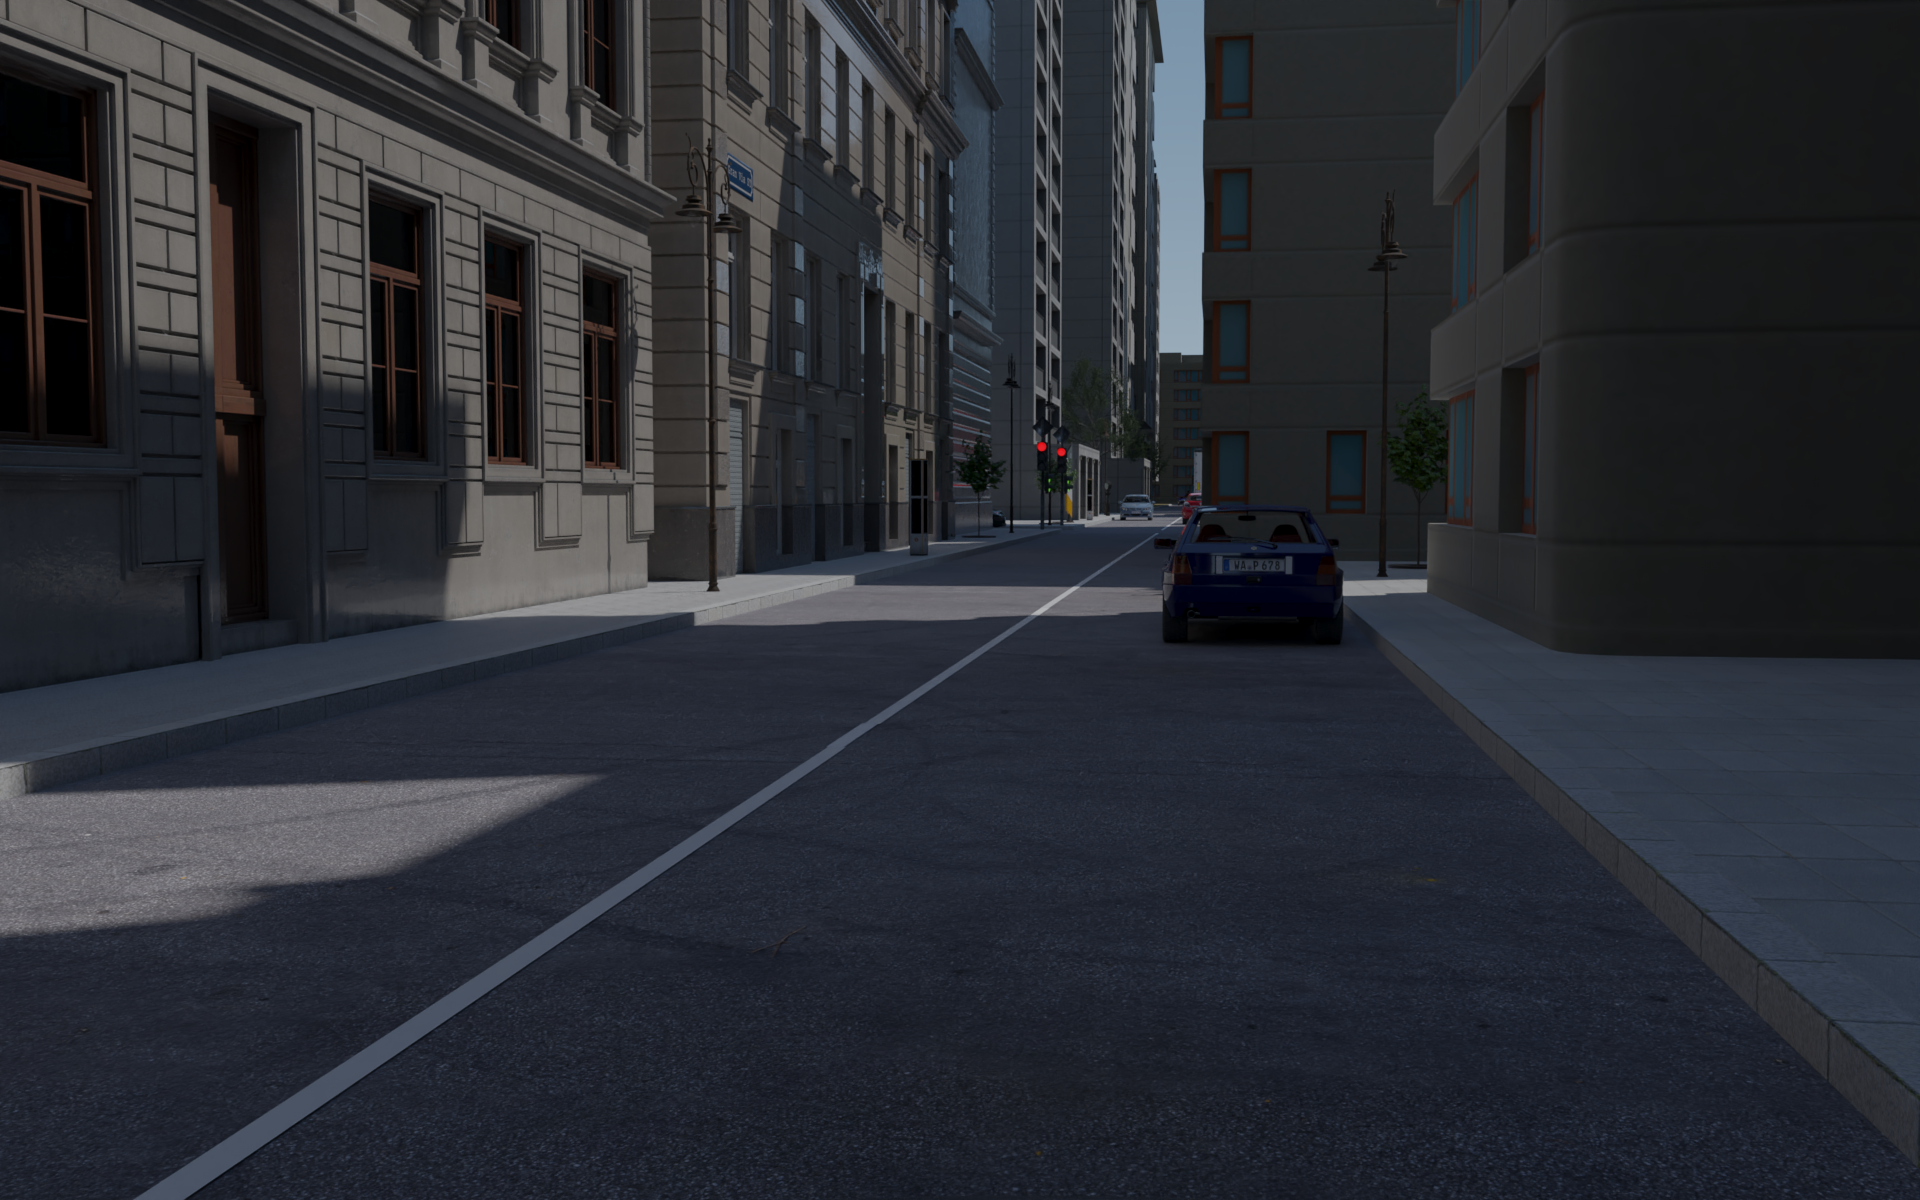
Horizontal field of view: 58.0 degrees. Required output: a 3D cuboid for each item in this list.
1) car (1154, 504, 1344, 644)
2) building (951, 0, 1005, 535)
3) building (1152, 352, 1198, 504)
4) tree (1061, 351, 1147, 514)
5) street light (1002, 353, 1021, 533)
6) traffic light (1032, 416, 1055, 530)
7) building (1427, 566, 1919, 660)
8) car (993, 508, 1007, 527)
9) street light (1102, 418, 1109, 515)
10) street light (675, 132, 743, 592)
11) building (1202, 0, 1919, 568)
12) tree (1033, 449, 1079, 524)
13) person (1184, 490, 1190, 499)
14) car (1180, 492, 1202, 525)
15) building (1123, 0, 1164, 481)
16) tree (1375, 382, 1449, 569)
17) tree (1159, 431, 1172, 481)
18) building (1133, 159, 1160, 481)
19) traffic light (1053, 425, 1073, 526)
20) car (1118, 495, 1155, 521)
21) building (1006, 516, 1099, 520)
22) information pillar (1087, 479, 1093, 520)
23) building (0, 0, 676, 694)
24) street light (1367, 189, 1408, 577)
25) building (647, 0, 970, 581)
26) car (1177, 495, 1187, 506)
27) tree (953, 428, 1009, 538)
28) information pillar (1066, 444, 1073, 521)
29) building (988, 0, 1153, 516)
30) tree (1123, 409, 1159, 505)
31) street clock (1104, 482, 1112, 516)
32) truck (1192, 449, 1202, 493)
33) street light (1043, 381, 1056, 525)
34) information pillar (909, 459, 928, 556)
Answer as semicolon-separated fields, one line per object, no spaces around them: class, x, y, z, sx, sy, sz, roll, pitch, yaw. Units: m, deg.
car;2.976;-0.328;17.945;1.945;1.354;3.894;0;4;8
building;-8.658;-14.057;58.717;19.941;23.489;11.050;1;4;8
building;19.759;-24.339;242.977;28.899;21.520;27.650;1;4;8
tree;8.751;-10.929;113.102;7.601;10.594;8.767;1;4;12
street light;1.698;-5.144;56.892;0.468;5.910;1.993;1;4;8
traffic light;2.995;-4.499;62.483;0.839;4.253;0.868;1;4;8
building;17.670;-9.827;5.708;27.650;21.520;28.899;1;4;8
car;-0.281;-3.541;67.680;4.222;1.686;2.009;1;4;8
street light;8.808;-8.079;104.883;0.468;5.910;1.993;1;4;8
street light;-3.251;-3.049;22.641;0.468;5.910;1.993;1;4;8
building;20.420;-12.237;45.110;27.650;21.520;28.899;1;4;8
tree;3.994;-4.842;73.776;1.663;3.219;1.824;0;3;0
person;26.817;-11.929;203.166;0.705;1.869;1.348;-3;5;-43
car;11.558;-4.509;82.768;2.155;1.783;4.494;1;4;9
building;7.029;-36.549;186.813;28.713;52.752;27.495;1;4;8
tree;8.083;-2.160;29.924;1.663;3.219;1.824;0;3;0
tree;22.729;-15.438;202.770;4.737;8.622;4.395;0;3;0
building;17.573;-32.434;213.887;14.086;41.232;14.154;1;4;8
traffic light;4.164;-4.982;70.383;0.839;4.253;0.868;1;4;8
car;9.708;-5.082;95.085;2.014;1.417;4.499;0;4;7
building;-2.798;-40.102;93.919;20.563;71.187;20.611;1;4;8
information pillar;6.329;-4.888;84.409;0.304;2.012;0.304;0;4;8
building;-10.613;-10.890;14.209;11.583;22.565;21.152;1;4;8
street light;6.538;-3.293;26.634;0.468;5.910;1.993;1;4;8
building;-7.480;-14.687;37.389;12.463;27.353;25.104;1;4;8
car;27.986;-12.426;215.738;1.945;1.354;3.894;0;4;7
tree;0.683;-3.454;51.070;1.663;3.219;1.824;0;3;0
information pillar;5.093;-5.471;80.797;0.183;3.616;0.504;2;4;32
building;3.832;-42.100;126.586;20.563;71.187;20.611;1;4;8
tree;13.743;-11.733;142.198;4.737;8.622;4.395;0;3;0
street clock;8.637;-5.901;101.059;0.358;2.002;0.471;-2;4;-25
truck;16.455;-7.553;112.405;2.839;4.237;11.283;0;4;8
street light;3.669;-5.989;70.703;0.468;5.910;1.993;1;4;8
information pillar;-0.853;-1.929;36.026;0.304;2.012;0.304;1;4;21
